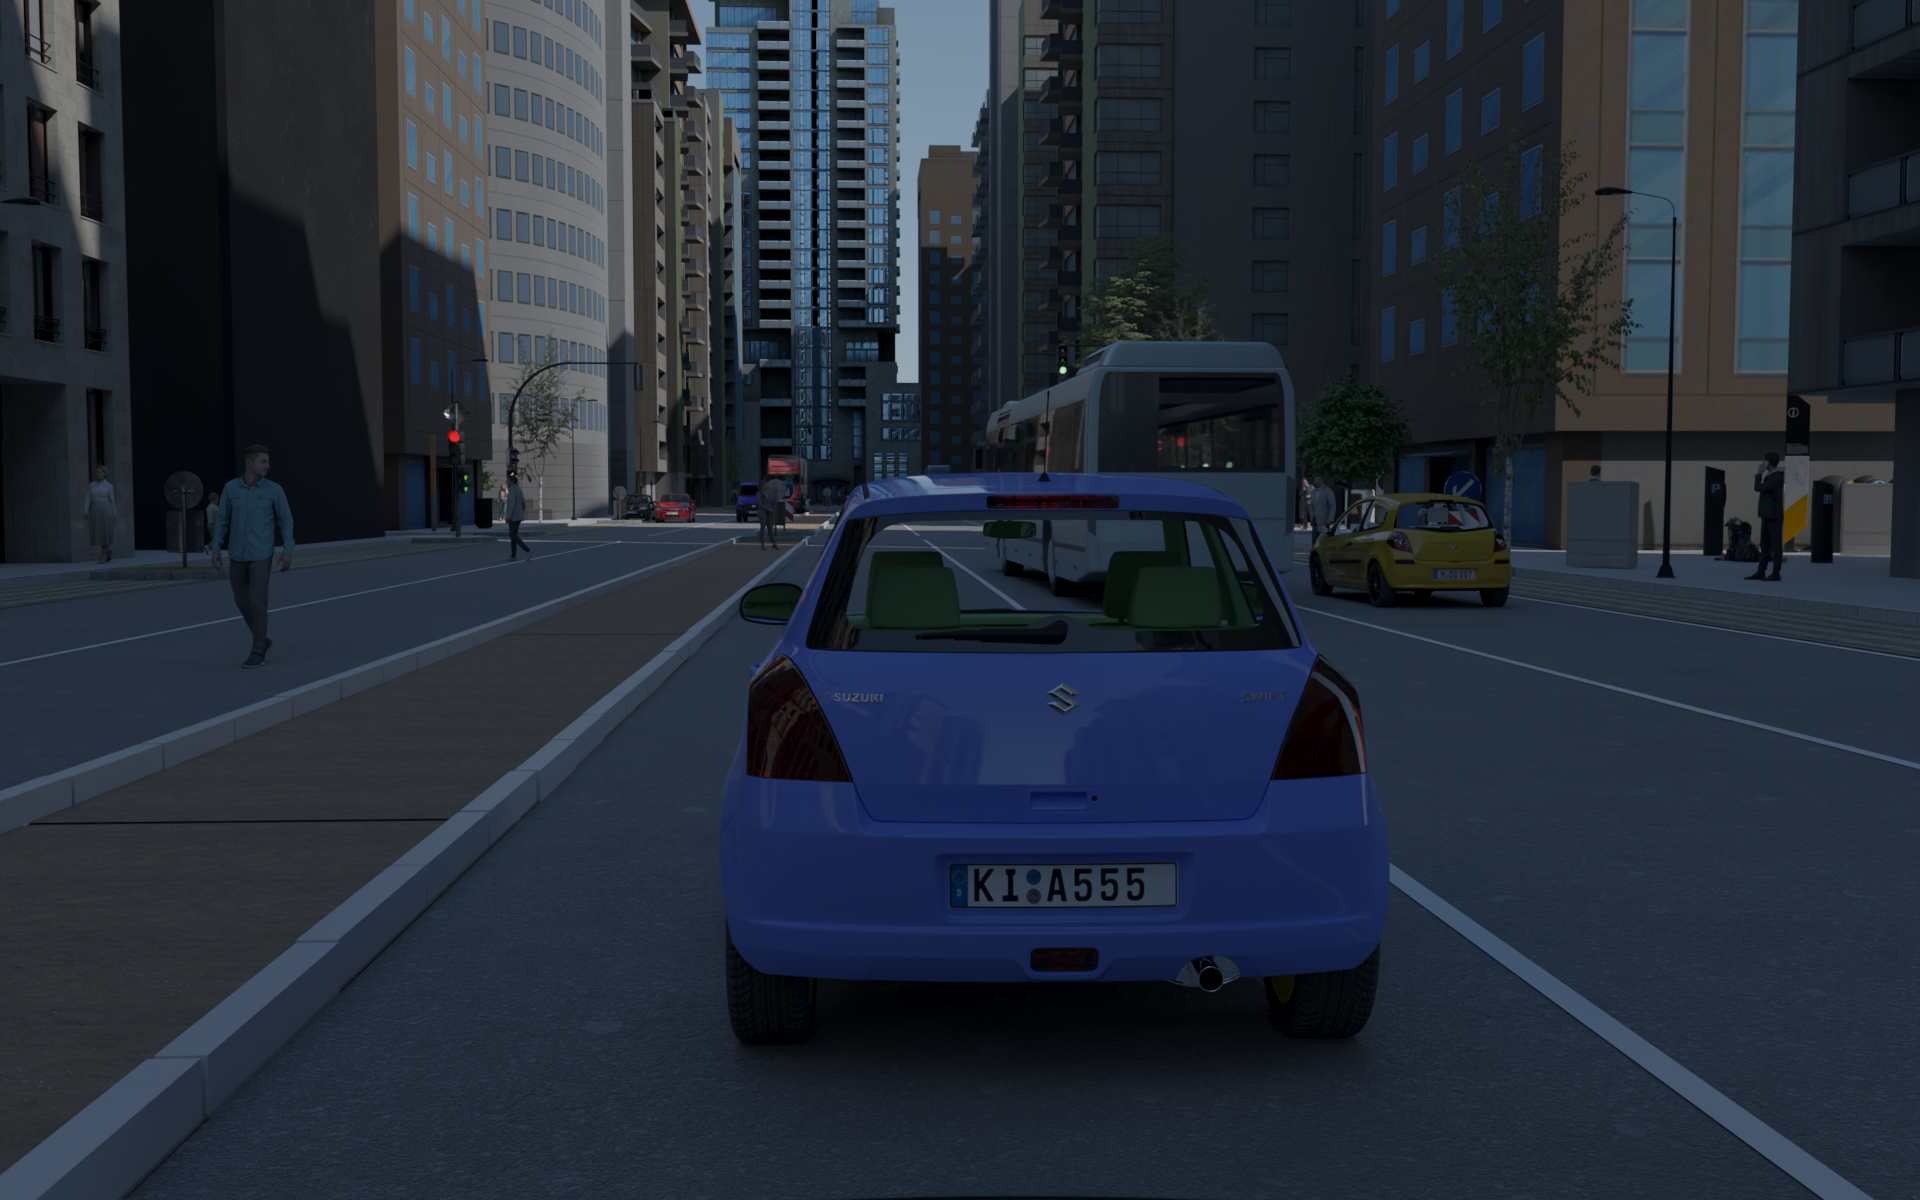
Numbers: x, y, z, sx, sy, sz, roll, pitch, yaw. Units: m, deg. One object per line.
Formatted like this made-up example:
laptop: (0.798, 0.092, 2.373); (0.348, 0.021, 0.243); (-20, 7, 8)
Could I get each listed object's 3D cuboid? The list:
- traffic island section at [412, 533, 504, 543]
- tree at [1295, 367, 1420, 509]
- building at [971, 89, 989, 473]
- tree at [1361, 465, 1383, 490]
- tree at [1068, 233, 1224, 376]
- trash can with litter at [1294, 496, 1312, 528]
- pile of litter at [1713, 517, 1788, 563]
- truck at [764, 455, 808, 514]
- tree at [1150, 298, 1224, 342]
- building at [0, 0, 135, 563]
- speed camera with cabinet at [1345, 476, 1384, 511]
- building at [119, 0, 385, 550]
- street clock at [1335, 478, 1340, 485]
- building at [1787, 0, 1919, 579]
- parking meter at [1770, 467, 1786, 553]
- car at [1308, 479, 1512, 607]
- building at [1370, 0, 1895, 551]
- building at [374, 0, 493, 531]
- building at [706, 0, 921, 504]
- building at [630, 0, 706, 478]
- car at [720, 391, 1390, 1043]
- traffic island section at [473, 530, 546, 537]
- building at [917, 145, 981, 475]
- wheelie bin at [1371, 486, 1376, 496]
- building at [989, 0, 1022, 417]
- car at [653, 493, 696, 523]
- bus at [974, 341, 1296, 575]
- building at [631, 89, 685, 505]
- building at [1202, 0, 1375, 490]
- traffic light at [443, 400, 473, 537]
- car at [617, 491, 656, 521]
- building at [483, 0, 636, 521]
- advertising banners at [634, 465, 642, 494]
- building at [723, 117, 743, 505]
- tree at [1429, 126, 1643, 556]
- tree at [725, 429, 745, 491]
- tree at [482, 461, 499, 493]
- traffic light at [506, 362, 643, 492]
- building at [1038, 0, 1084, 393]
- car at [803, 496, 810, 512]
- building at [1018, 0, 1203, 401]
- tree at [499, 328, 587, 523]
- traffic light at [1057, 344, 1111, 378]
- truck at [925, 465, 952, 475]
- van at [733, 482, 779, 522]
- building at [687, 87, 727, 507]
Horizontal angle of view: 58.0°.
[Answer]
traffic island section: (-14.987, -1.797, 51.669); (2.009, 0.180, 2.903); (0, 4, -3)
tree: (10.009, -3.699, 44.186); (4.285, 4.588, 4.351); (0, 3, 0)
building: (12.832, -35.302, 196.800); (23.786, 49.044, 30.456); (0, 4, -3)
tree: (17.314, -4.683, 71.167); (1.663, 3.219, 1.824); (0, 3, 0)
tree: (8.152, -9.635, 75.662); (7.486, 12.596, 7.792); (0, 3, 0)
trash can with litter: (13.409, -3.399, 66.637); (1.678, 1.210, 2.233); (2, 4, 26)
pile of litter: (15.093, -1.169, 33.085); (1.176, 0.858, 1.719); (0, 4, 7)
truck: (-12.615, -8.419, 126.559); (2.839, 4.237, 11.283); (0, 4, -2)
tree: (9.020, -7.020, 65.132); (4.360, 8.622, 3.978); (0, 3, 0)
building: (-21.355, -10.454, 25.682); (10.420, 20.320, 16.860); (0, 4, -3)
speed camera with cabinet: (15.648, -4.371, 65.800); (0.660, 3.252, 2.038); (-3, 5, -44)
building: (-24.729, -13.139, 44.502); (15.834, 23.373, 12.332); (0, 4, -3)
street clock: (16.771, -4.431, 77.012); (0.358, 2.002, 0.471); (1, 4, 10)
building: (19.858, -20.752, 22.891); (14.154, 41.232, 14.086); (0, 4, -3)
parking meter: (17.433, -1.910, 36.943); (0.255, 1.863, 0.399); (2, 4, 31)
car: (5.959, -0.804, 23.364); (2.015, 1.641, 3.980); (0, 4, -5)
building: (19.763, -24.146, 44.899); (14.600, 45.320, 14.200); (0, 4, -3)
building: (-26.344, -25.371, 64.925); (14.600, 45.320, 14.200); (0, 4, -3)
building: (-21.036, -55.972, 227.820); (31.000, 86.520, 22.319); (0, 4, -3)
building: (-33.636, -30.157, 147.684); (22.147, 44.769, 28.867); (0, 4, -3)
car: (0.191, 0.229, 5.844); (1.945, 1.707, 3.694); (0, 4, -2)
traffic island section: (-15.446, -2.285, 59.641); (2.009, 0.180, 2.903); (0, 4, -3)
building: (1.807, -35.192, 225.499); (14.200, 45.320, 14.600); (0, 4, -3)
wheelie bin: (16.235, -3.658, 67.715); (0.693, 1.594, 0.980); (0, 4, -6)
building: (13.291, -38.230, 167.053); (21.231, 58.520, 28.212); (0, 4, -3)
car: (-14.287, -4.766, 86.971); (2.155, 1.783, 4.494); (0, 4, -5)
bus: (2.218, -1.996, 27.499); (2.948, 3.499, 13.247); (0, 4, -5)
building: (-27.533, -21.527, 123.663); (14.160, 30.474, 14.107); (0, 4, -3)
building: (13.132, -24.829, 89.545); (14.154, 41.232, 14.086); (0, 4, -3)
traffic light: (-14.947, -3.830, 51.537); (0.839, 4.253, 0.868); (0, 4, -3)
car: (-17.218, -5.044, 92.253); (2.009, 1.686, 4.222); (0, 4, -3)
building: (-30.221, -33.731, 93.500); (21.231, 58.520, 28.212); (0, 4, -3)
advertising banners: (-19.487, -6.651, 104.935); (0.090, 3.025, 2.074); (0, 4, 3)
building: (-32.981, -33.728, 201.564); (14.200, 45.320, 14.600); (0, 4, -3)
tree: (11.581, -5.220, 35.717); (4.737, 8.622, 4.395); (0, 3, 0)
tree: (-26.050, -14.783, 192.068); (4.737, 8.622, 4.395); (0, 3, 0)
tree: (-22.173, -5.192, 79.491); (1.663, 3.219, 1.824); (0, 3, 0)
traffic light: (-13.322, -5.199, 59.663); (4.771, 5.953, 1.251); (0, 4, -3)
building: (17.150, -28.567, 121.689); (22.147, 44.769, 28.867); (0, 4, -3)
car: (-13.155, -7.822, 140.252); (2.083, 1.381, 4.827); (0, 4, -5)
building: (11.727, -28.293, 146.189); (14.154, 41.232, 14.086); (0, 4, -3)
tree: (-18.802, -7.774, 77.470); (4.360, 8.622, 3.978); (0, 3, 0)
traffic light: (5.294, -4.765, 52.571); (4.771, 5.953, 1.251); (0, 4, -3)
truck: (-1.471, -10.143, 155.596); (2.967, 4.110, 18.799); (0, 4, -5)
van: (-10.415, -5.191, 89.254); (2.240, 2.365, 5.245); (0, 4, -2)
building: (-30.605, -29.721, 169.526); (14.154, 41.232, 14.086); (0, 4, -3)
